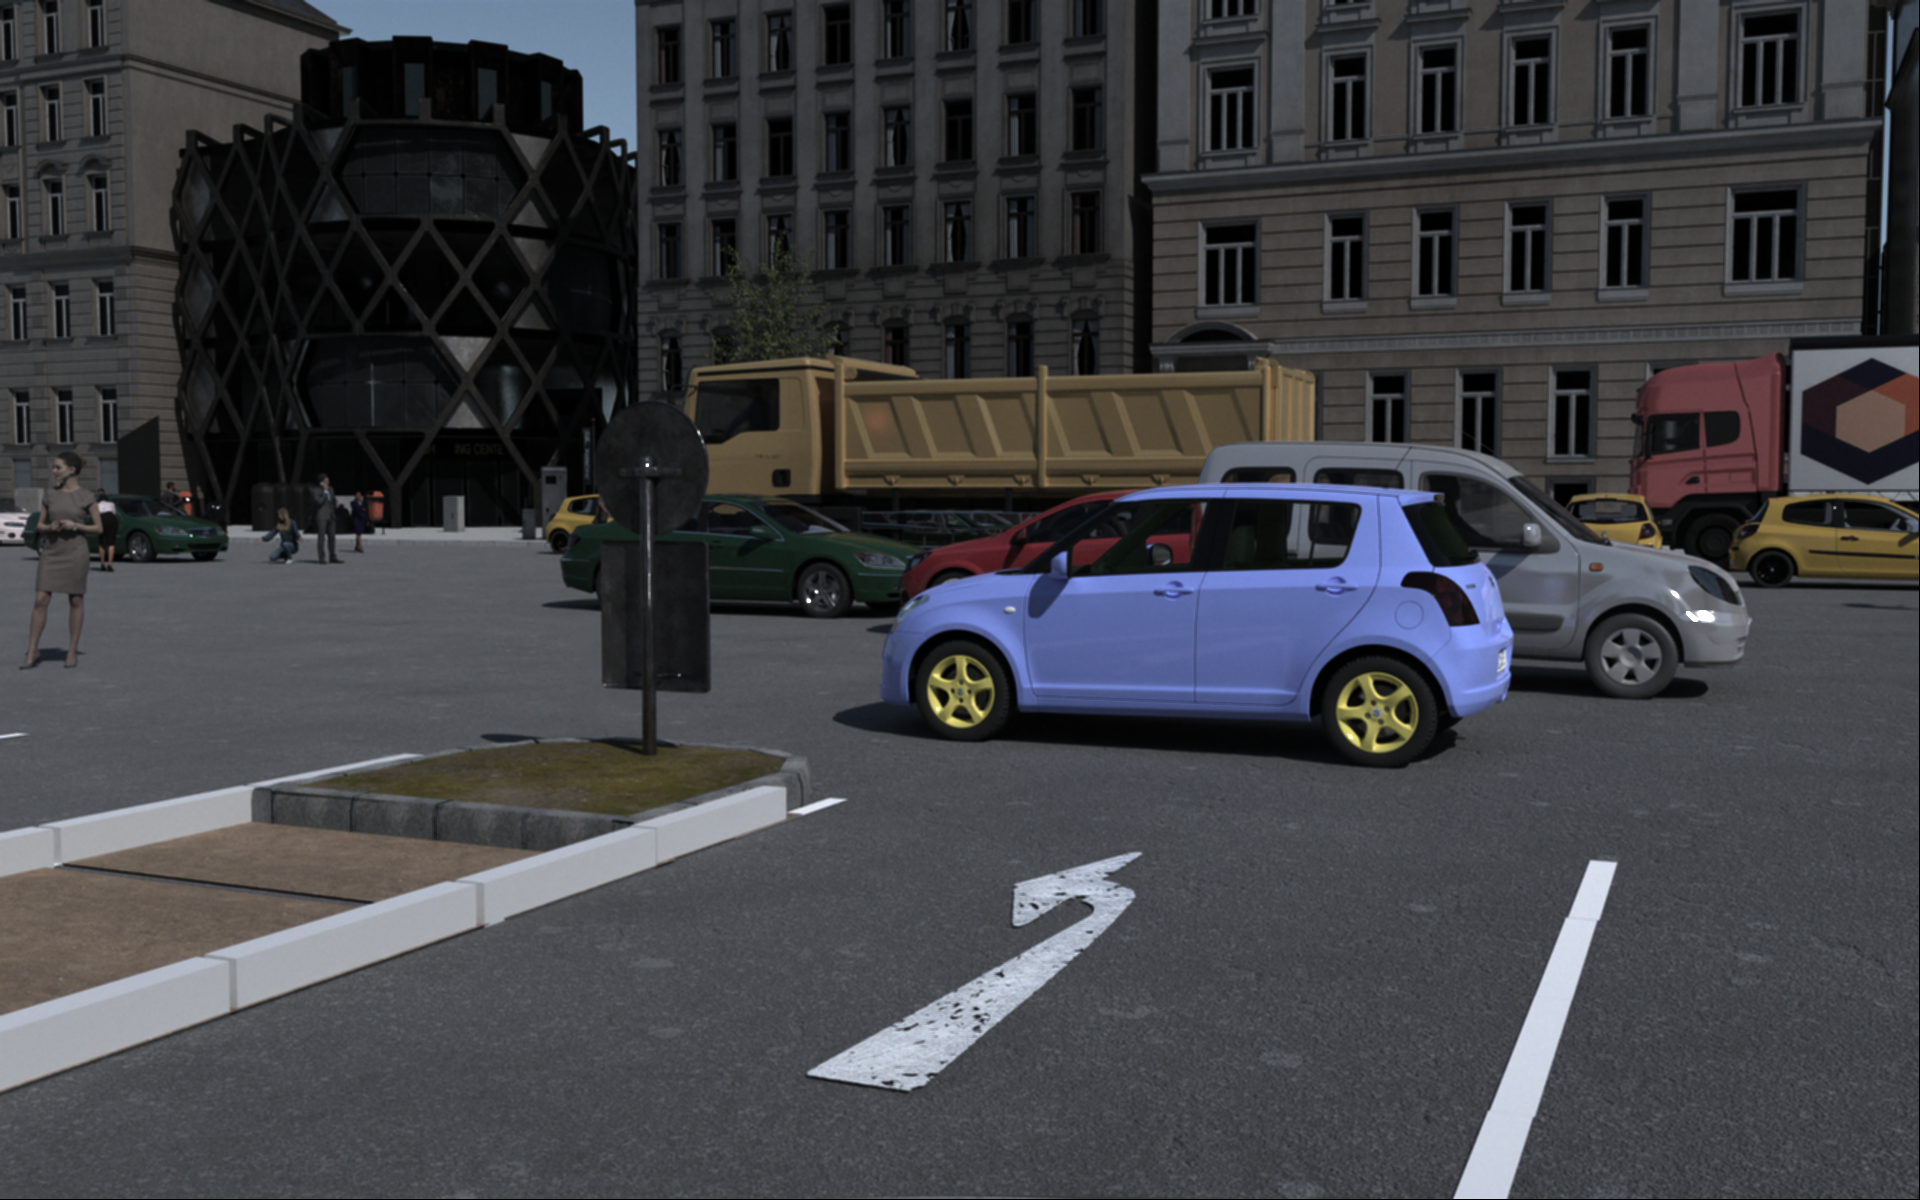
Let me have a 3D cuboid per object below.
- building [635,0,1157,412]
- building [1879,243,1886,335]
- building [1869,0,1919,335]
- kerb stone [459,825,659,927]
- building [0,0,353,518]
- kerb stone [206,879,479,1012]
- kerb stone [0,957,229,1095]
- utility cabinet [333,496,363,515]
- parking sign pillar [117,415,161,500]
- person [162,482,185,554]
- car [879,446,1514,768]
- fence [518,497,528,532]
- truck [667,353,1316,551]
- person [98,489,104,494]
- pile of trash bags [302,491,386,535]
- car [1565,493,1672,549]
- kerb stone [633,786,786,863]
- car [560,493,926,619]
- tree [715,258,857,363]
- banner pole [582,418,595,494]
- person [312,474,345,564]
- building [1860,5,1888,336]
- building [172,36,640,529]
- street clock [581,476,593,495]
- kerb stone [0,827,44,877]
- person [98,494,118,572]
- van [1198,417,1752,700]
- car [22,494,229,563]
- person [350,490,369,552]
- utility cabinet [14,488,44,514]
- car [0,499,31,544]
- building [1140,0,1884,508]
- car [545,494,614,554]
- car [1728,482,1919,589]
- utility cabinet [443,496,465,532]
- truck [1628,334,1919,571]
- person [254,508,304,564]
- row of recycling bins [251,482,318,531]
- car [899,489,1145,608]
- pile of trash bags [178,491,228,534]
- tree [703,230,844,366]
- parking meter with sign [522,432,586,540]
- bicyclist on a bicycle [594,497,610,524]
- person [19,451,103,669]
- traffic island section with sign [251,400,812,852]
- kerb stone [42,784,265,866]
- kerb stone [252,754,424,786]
[{"bbox_3d":[-1.205,-12.919,60.373,18.267,20.994,9.793,2,4,24],"label":"building"},{"bbox_3d":[107.862,-25.459,187.962,14.107,30.474,14.160,2,4,24],"label":"building"},{"bbox_3d":[34.343,-11.002,44.508,19.286,19.102,10.561,2,4,24],"label":"building"},{"bbox_3d":[-1.422,0.979,6.200,0.120,0.150,1.000,2,4,24],"label":"kerb stone"},{"bbox_3d":[-41.687,-17.229,78.954,25.104,27.353,12.463,2,4,24],"label":"building"},{"bbox_3d":[-1.850,1.036,5.266,0.120,0.150,1.000,2,4,24],"label":"kerb stone"},{"bbox_3d":[-2.265,1.093,4.327,0.120,0.150,1.000,2,4,24],"label":"kerb stone"},{"bbox_3d":[-21.679,-3.071,61.377,1.020,1.237,0.306,0,4,-2],"label":"utility cabinet"},{"bbox_3d":[-27.959,-4.313,58.991,1.447,3.967,1.447,-2,4,-28],"label":"parking sign pillar"},{"bbox_3d":[-18.813,-1.964,41.428,0.431,1.722,0.655,-3,4,-38],"label":"person"},{"bbox_3d":[1.336,-0.041,10.260,3.694,1.707,1.945,2,4,24],"label":"car"},{"bbox_3d":[-14.839,-2.938,59.235,0.480,1.192,2.264,-1,4,-12],"label":"fence"},{"bbox_3d":[-0.079,-1.755,24.619,9.791,3.379,3.469,1,4,22],"label":"truck"},{"bbox_3d":[-25.593,-2.518,51.534,0.647,1.594,0.662,1,4,22],"label":"person"},{"bbox_3d":[-19.548,-2.807,55.645,3.447,1.369,1.912,3,4,39],"label":"pile of trash bags"},{"bbox_3d":[11.046,-1.180,29.516,2.015,1.641,3.980,1,4,22],"label":"car"},{"bbox_3d":[-1.018,0.921,7.149,0.120,0.150,1.000,2,4,24],"label":"kerb stone"},{"bbox_3d":[-2.560,-0.579,21.271,4.920,1.459,2.131,2,4,24],"label":"car"},{"bbox_3d":[-5.707,-6.372,54.548,4.360,8.622,3.978,0,3,0],"label":"tree"},{"bbox_3d":[-12.245,-4.114,57.288,0.863,3.779,0.401,3,5,42],"label":"banner pole"},{"bbox_3d":[-12.970,-1.670,35.615,0.447,1.846,0.655,2,4,25],"label":"person"},{"bbox_3d":[93.520,-46.436,197.488,20.611,71.187,20.563,2,4,24],"label":"building"},{"bbox_3d":[-21.533,-12.556,72.748,16.811,18.784,16.820,2,4,24],"label":"building"},{"bbox_3d":[-14.494,-3.843,67.406,0.471,2.002,0.358,2,4,34],"label":"street clock"},{"bbox_3d":[-3.729,0.978,6.202,0.120,0.150,1.000,2,4,24],"label":"kerb stone"},{"bbox_3d":[-15.827,-1.250,32.128,0.799,1.438,0.628,2,4,30],"label":"person"},{"bbox_3d":[3.822,-0.383,13.271,4.112,2.044,2.013,2,4,24],"label":"van"},{"bbox_3d":[-17.986,-1.562,37.341,4.920,1.459,2.131,2,4,25],"label":"car"},{"bbox_3d":[-14.667,-1.935,42.500,0.546,1.535,0.453,1,4,16],"label":"person"},{"bbox_3d":[-35.099,-3.465,65.327,1.173,1.500,0.318,1,4,20],"label":"utility cabinet"},{"bbox_3d":[-27.573,-2.223,48.704,4.827,1.381,2.083,1,4,23],"label":"car"},{"bbox_3d":[17.182,-16.403,54.090,20.117,28.700,13.634,2,4,24],"label":"building"},{"bbox_3d":[-7.887,-1.898,41.259,3.980,1.641,2.015,1,4,23],"label":"car"},{"bbox_3d":[13.922,-0.993,26.463,3.980,1.641,2.015,1,4,23],"label":"car"},{"bbox_3d":[-17.112,-2.898,58.537,0.306,1.237,1.020,-3,5,-43],"label":"utility cabinet"},{"bbox_3d":[17.451,-2.593,31.307,11.283,4.237,2.839,2,4,25],"label":"truck"},{"bbox_3d":[-13.871,-1.324,35.652,1.012,1.151,0.738,1,4,16],"label":"person"},{"bbox_3d":[-23.731,-3.309,61.223,1.069,1.692,3.534,1,4,11],"label":"row of recycling bins"},{"bbox_3d":[1.510,-0.505,17.305,4.494,1.783,2.155,2,4,25],"label":"car"},{"bbox_3d":[-24.185,-2.745,54.636,1.912,1.369,3.447,-1,4,-17],"label":"pile of trash bags"},{"bbox_3d":[-5.449,-6.052,49.317,4.737,8.622,4.395,0,3,0],"label":"tree"},{"bbox_3d":[-11.365,-3.193,48.460,1.738,3.016,0.543,-1,4,-9],"label":"parking meter with sign"},{"bbox_3d":[-7.336,-1.609,36.326,1.625,1.676,1.499,1,4,23],"label":"bicyclist on a bicycle"},{"bbox_3d":[-7.430,-0.334,14.301,0.599,1.781,0.374,-1,4,-9],"label":"person"},{"bbox_3d":[-1.765,0.010,7.968,2.006,1.907,1.989,2,4,24],"label":"traffic island section with sign"},{"bbox_3d":[-3.310,0.921,7.143,0.120,0.150,1.000,2,4,24],"label":"kerb stone"},{"bbox_3d":[-2.891,0.863,8.083,0.120,0.150,1.000,2,4,24],"label":"kerb stone"}]
